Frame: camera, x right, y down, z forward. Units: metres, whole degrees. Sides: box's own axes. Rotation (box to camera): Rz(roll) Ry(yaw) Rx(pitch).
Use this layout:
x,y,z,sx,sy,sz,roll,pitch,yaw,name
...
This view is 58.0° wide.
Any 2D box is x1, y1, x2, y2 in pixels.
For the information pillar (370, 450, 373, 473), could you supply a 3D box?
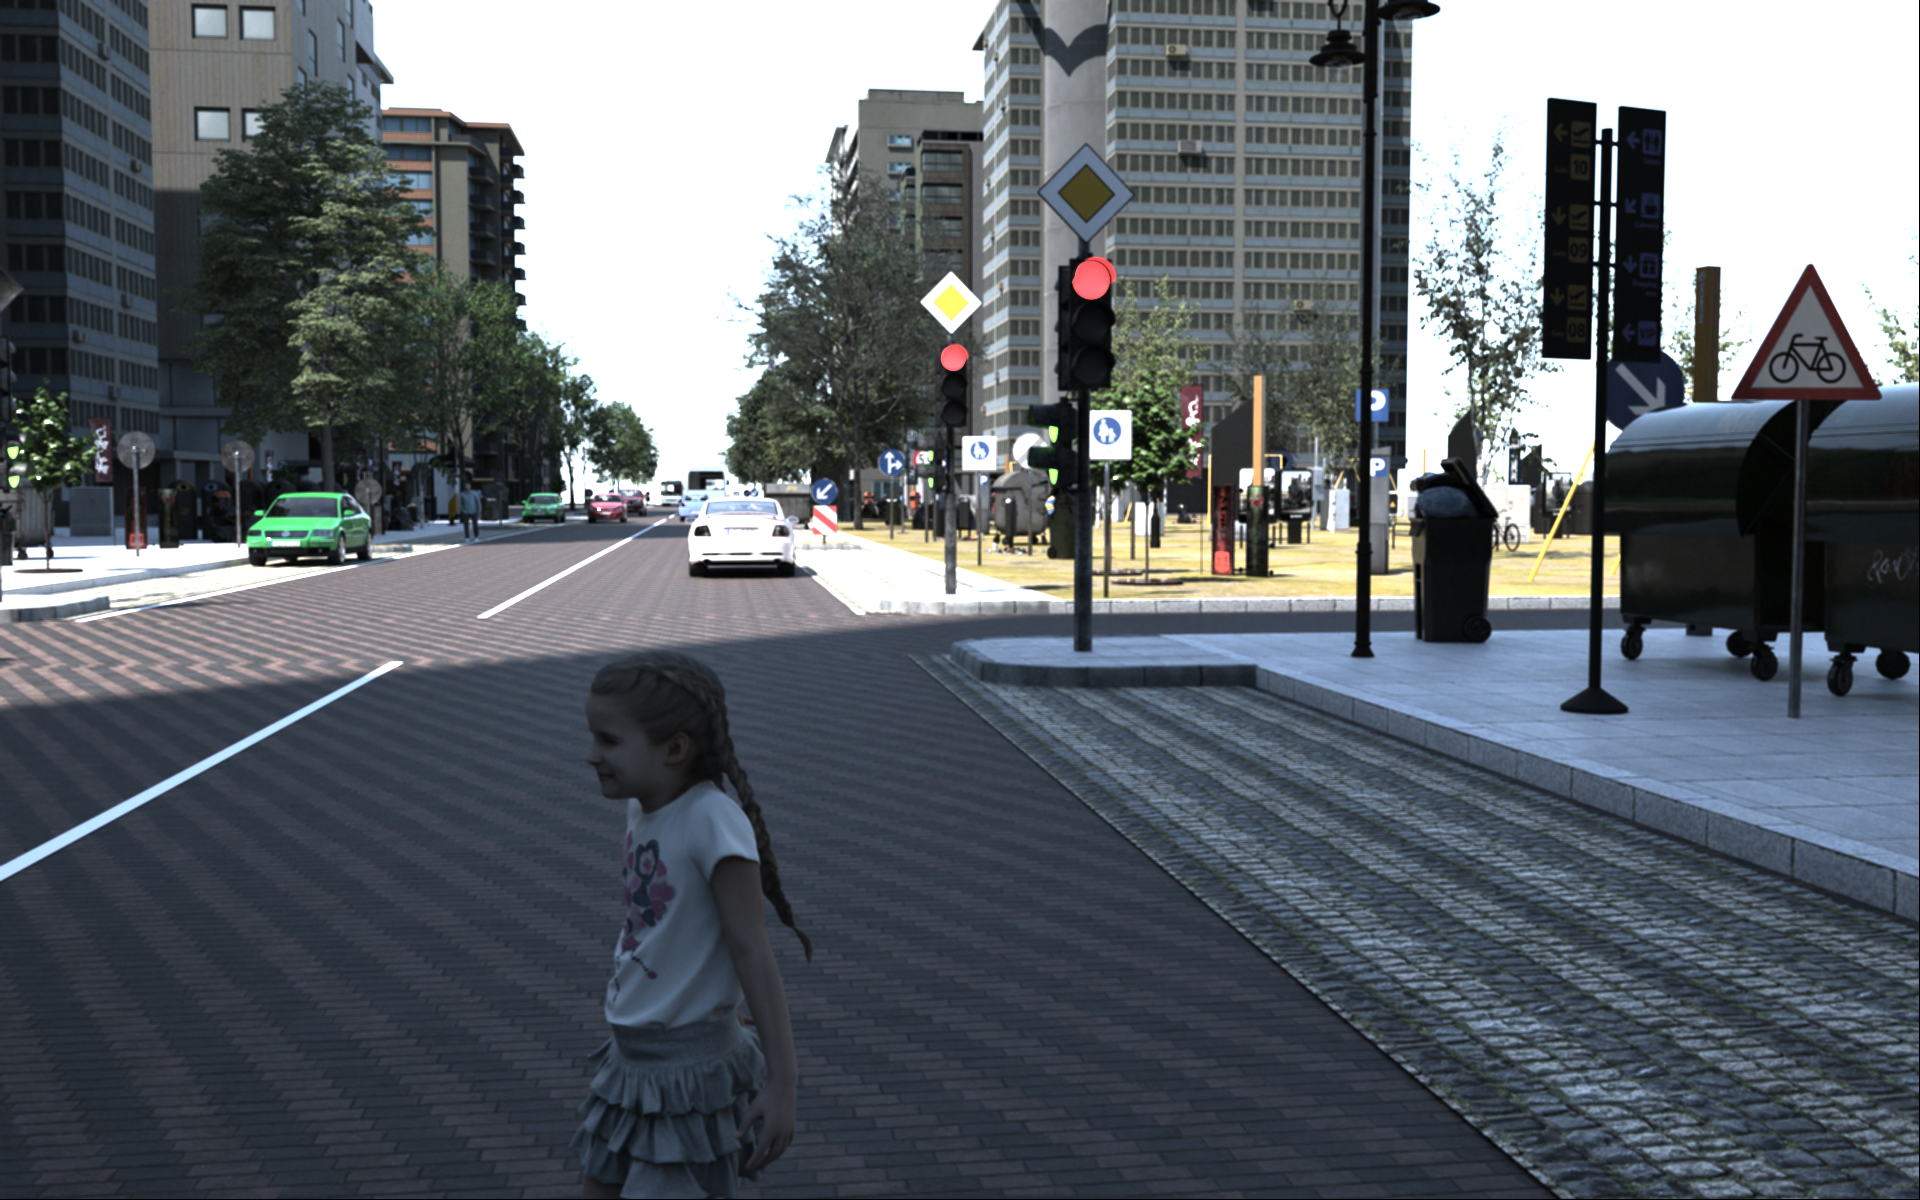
x,y,z,sx,sy,sz,roll,pitch,yaw,name
-31.051,-6.121,91.437,0.183,3.616,0.504,-1,4,-21,information pillar

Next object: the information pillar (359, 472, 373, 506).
x,y,z,sx,sy,sz,roll,pitch,yaw,name
-19.504,-3.207,56.922,0.304,2.012,0.304,3,4,37,information pillar

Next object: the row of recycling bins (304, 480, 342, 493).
x,y,z,sx,sy,sz,roll,pitch,yaw,name
-19.817,-2.719,51.572,1.069,1.692,3.534,2,4,26,row of recycling bins

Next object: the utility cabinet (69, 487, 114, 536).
x,y,z,sx,sy,sz,roll,pitch,yaw,name
-26.206,-2.666,52.270,1.173,1.500,0.318,0,4,-6,utility cabinet

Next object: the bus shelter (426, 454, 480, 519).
x,y,z,sx,sy,sz,roll,pitch,yaw,name
-26.273,-5.870,89.902,2.014,3.302,5.546,-1,4,-8,bus shelter

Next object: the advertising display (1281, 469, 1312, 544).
x,y,z,sx,sy,sz,roll,pitch,yaw,name
8.602,-2.403,44.497,0.974,1.923,0.123,-1,4,-23,advertising display

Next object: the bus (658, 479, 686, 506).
x,y,z,sx,sy,sz,roll,pitch,yaw,name
-34.008,-12.904,205.842,2.948,3.499,13.247,0,4,-6,bus

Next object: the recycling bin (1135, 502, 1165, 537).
x,y,z,sx,sy,sz,roll,pitch,yaw,name
5.769,-2.447,52.570,0.722,1.027,0.722,2,4,25,recycling bin

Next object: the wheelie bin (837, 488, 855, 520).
x,y,z,sx,sy,sz,roll,pitch,yaw,name
-5.614,-4.710,84.910,0.980,1.594,0.693,-2,4,-29,wheelie bin

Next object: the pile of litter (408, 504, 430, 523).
x,y,z,sx,sy,sz,roll,pitch,yaw,name
-24.330,-3.893,77.609,1.719,0.858,1.176,-3,5,-44,pile of litter

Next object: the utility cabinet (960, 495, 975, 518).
x,y,z,sx,sy,sz,roll,pitch,yaw,name
0.523,-4.789,89.467,1.020,1.237,0.306,0,4,5,utility cabinet

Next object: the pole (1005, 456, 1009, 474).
x,y,z,sx,sy,sz,roll,pitch,yaw,name
2.499,-6.015,92.183,0.158,3.312,0.155,0,3,0,pole

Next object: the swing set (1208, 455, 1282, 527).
x,y,z,sx,sy,sz,roll,pitch,yaw,name
11.297,-4.389,69.373,3.119,2.851,2.862,1,4,9,swing set

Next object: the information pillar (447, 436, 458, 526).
x,y,z,sx,sy,sz,roll,pitch,yaw,name
-20.592,-4.827,70.274,0.504,3.616,0.183,2,4,34,information pillar

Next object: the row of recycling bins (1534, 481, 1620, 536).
x,y,z,sx,sy,sz,roll,pitch,yaw,name
19.486,-2.890,54.362,1.069,1.692,3.534,-2,4,-29,row of recycling bins

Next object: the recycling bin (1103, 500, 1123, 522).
x,y,z,sx,sy,sz,roll,pitch,yaw,name
7.000,-4.065,79.014,0.722,1.027,0.722,2,4,27,recycling bin

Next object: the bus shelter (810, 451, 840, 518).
x,y,z,sx,sy,sz,roll,pitch,yaw,name
-7.138,-6.058,90.331,1.731,3.624,6.357,-1,4,-8,bus shelter

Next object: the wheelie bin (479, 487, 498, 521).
x,y,z,sx,sy,sz,roll,pitch,yaw,name
-22.304,-4.523,81.862,0.980,1.594,0.693,-3,5,-41,wheelie bin

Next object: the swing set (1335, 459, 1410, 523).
x,y,z,sx,sy,sz,roll,pitch,yaw,name
17.944,-4.825,76.508,2.862,2.851,3.119,-1,4,-16,swing set

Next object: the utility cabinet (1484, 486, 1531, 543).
x,y,z,sx,sy,sz,roll,pitch,yaw,name
14.161,-2.217,44.926,1.173,1.500,0.318,1,4,11,utility cabinet

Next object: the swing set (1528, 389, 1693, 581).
x,y,z,sx,sy,sz,roll,pitch,yaw,name
10.493,-1.712,25.618,2.862,2.851,3.119,3,5,44,swing set

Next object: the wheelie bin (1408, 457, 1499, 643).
x,y,z,sx,sy,sz,roll,pitch,yaw,name
4.283,-0.441,15.124,0.693,1.594,0.980,0,4,3,wheelie bin

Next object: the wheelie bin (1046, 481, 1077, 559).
x,y,z,sx,sy,sz,roll,pitch,yaw,name
2.172,-1.611,34.254,0.980,1.594,0.693,-3,4,-38,wheelie bin

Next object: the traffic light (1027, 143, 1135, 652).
x,y,z,sx,sy,sz,roll,pitch,yaw,name
0.988,-1.538,14.061,0.839,4.253,0.868,0,4,-8,traffic light

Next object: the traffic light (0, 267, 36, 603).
x,y,z,sx,sy,sz,roll,pitch,yaw,name
-11.384,-1.923,20.356,0.839,4.253,0.868,0,4,-8,traffic light

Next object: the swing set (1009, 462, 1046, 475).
x,y,z,sx,sy,sz,roll,pitch,yaw,name
3.761,-5.368,85.389,3.119,2.851,2.862,-1,4,-8,swing set

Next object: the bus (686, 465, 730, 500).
x,y,z,sx,sy,sz,roll,pitch,yaw,name
-17.084,-7.488,117.281,2.948,3.499,13.247,0,4,-8,bus

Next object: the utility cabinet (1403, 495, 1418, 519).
x,y,z,sx,sy,sz,roll,pitch,yaw,name
23.022,-4.708,88.129,1.020,1.237,0.306,-2,4,-34,utility cabinet

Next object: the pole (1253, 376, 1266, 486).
x,y,z,sx,sy,sz,roll,pitch,yaw,name
5.172,-2.209,29.962,0.158,3.312,0.155,0,3,0,pole

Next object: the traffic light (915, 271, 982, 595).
x,y,z,sx,sy,sz,roll,pitch,yaw,name
-0.138,-2.021,21.967,0.839,4.253,0.868,0,4,-8,traffic light

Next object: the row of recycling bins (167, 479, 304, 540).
x,y,z,sx,sy,sz,roll,pitch,yaw,name
-20.556,-2.550,48.813,3.534,1.692,1.069,0,4,-1,row of recycling bins

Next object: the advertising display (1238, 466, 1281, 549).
x,y,z,sx,sy,sz,roll,pitch,yaw,name
6.996,-2.170,40.696,0.974,1.923,0.123,3,4,37,advertising display

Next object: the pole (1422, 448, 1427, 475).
x,y,z,sx,sy,sz,roll,pitch,yaw,name
20.676,-5.096,77.159,0.158,3.312,0.155,0,3,0,pole

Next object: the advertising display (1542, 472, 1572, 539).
x,y,z,sx,sy,sz,roll,pitch,yaw,name
17.088,-2.713,49.571,0.974,1.923,0.123,-1,4,-22,advertising display

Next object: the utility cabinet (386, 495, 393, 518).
x,y,z,sx,sy,sz,roll,pitch,yaw,name
-30.101,-4.901,91.299,1.020,1.237,0.306,-2,4,-25,utility cabinet

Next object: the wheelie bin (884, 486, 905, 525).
x,y,z,sx,sy,sz,roll,pitch,yaw,name
-2.677,-3.852,70.881,0.980,1.594,0.693,2,4,24,wheelie bin

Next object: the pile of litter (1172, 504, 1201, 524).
x,y,z,sx,sy,sz,roll,pitch,yaw,name
9.898,-3.769,75.589,1.176,0.858,1.719,-1,4,-11,pile of litter

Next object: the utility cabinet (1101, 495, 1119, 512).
x,y,z,sx,sy,sz,roll,pitch,yaw,name
8.488,-5.306,97.920,1.020,1.237,0.306,1,4,22,utility cabinet

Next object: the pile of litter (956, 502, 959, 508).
x,y,z,sx,sy,sz,roll,pitch,yaw,name
-0.470,-4.842,93.127,1.176,0.858,1.719,0,4,-5,pile of litter

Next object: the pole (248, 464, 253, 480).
x,y,z,sx,sy,sz,roll,pitch,yaw,name
-32.329,-5.206,78.958,0.158,3.312,0.155,0,3,0,pole

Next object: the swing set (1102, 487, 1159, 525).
x,y,z,sx,sy,sz,roll,pitch,yaw,name
6.712,-4.697,74.418,3.119,2.851,2.862,3,5,42,swing set

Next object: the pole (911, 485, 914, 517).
x,y,z,sx,sy,sz,roll,pitch,yaw,name
-2.664,-6.313,97.066,0.158,3.312,0.155,0,3,0,pole

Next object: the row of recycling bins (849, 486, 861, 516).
x,y,z,sx,sy,sz,roll,pitch,yaw,name
-5.789,-5.251,92.967,1.069,1.692,3.534,0,4,-3,row of recycling bins

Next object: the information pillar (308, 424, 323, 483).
x,y,z,sx,sy,sz,roll,pitch,yaw,name
-20.017,-3.831,53.993,0.504,3.616,0.183,-1,4,-22,information pillar

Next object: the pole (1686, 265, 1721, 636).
x,y,z,sx,sy,sz,roll,pitch,yaw,name
6.706,-1.331,15.612,0.158,3.312,0.155,0,3,0,pole

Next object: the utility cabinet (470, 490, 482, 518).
x,y,z,sx,sy,sz,roll,pitch,yaw,name
-26.229,-5.195,93.616,1.173,1.500,0.318,3,5,41,utility cabinet
